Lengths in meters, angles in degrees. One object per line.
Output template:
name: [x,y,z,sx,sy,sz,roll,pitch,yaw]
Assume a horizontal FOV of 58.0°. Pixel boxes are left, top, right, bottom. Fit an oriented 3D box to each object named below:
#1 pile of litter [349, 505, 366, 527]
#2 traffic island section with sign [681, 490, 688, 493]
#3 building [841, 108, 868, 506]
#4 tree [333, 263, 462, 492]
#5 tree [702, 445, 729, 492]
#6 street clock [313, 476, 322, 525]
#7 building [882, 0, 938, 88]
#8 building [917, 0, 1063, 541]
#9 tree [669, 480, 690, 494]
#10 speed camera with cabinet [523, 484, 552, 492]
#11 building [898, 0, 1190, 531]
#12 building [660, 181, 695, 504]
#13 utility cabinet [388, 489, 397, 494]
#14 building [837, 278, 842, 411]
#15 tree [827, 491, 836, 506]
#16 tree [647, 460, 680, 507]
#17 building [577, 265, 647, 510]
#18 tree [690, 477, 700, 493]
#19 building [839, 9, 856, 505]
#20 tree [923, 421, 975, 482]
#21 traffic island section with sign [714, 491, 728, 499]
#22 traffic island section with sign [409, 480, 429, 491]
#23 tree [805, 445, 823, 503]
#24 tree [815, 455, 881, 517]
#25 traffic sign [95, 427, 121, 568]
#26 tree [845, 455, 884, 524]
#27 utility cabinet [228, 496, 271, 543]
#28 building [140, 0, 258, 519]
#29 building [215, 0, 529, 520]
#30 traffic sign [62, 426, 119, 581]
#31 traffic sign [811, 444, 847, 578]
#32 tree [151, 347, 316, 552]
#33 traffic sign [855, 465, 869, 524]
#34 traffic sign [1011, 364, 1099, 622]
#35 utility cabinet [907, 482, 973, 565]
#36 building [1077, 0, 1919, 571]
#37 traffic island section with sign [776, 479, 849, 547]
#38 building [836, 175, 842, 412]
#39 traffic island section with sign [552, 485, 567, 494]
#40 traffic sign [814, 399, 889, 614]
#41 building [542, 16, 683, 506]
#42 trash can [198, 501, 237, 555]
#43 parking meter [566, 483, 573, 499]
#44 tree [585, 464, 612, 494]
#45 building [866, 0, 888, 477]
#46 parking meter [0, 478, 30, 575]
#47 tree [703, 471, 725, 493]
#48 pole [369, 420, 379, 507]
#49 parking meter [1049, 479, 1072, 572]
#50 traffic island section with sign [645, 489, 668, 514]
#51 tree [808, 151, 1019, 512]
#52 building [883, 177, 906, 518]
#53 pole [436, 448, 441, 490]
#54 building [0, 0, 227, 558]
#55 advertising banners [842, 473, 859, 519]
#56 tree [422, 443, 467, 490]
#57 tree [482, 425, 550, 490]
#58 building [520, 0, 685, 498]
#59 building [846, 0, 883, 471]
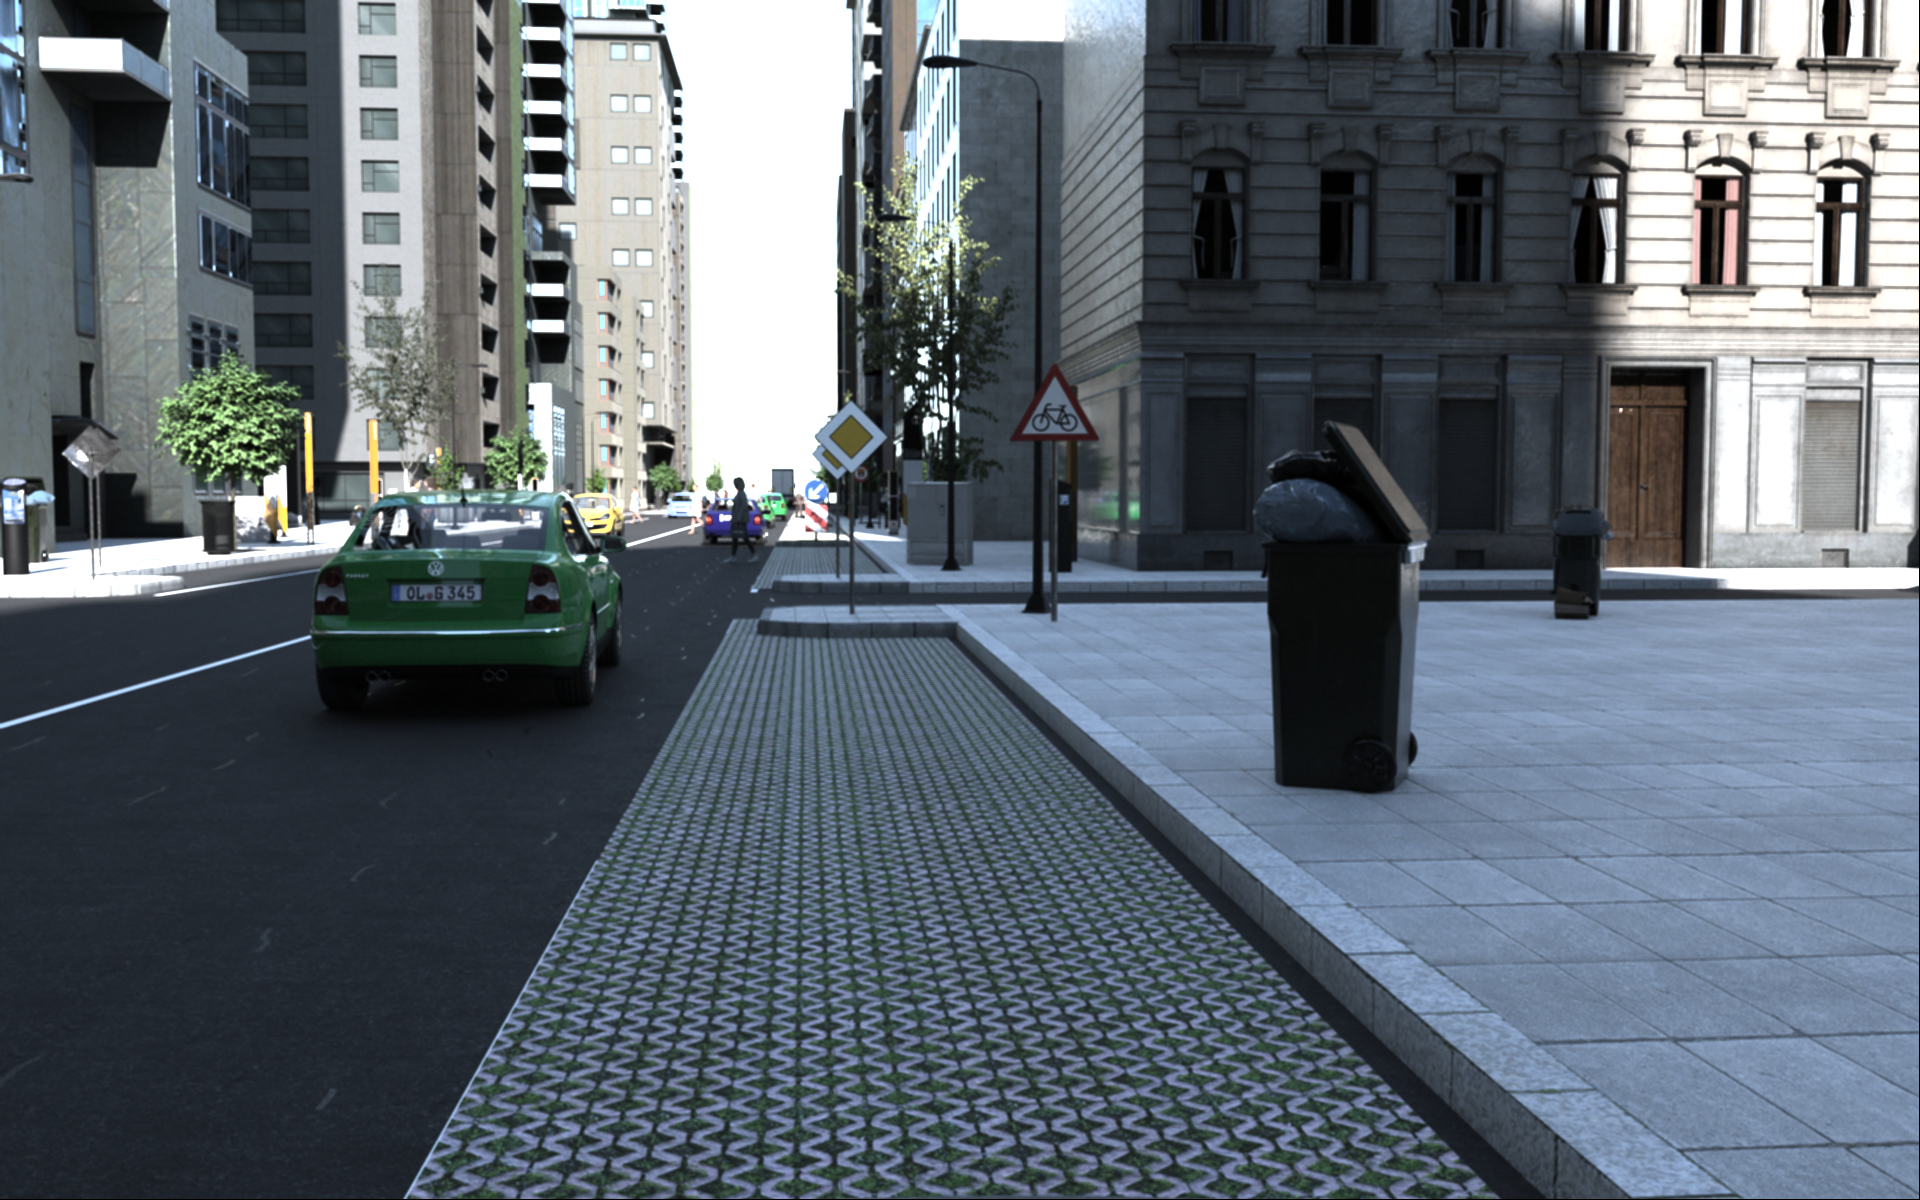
pile of litter: [-23.560,-3.350,68.746,1.176,0.858,1.719,2,4,26]
traffic island section with sign: [-24.129,-8.772,152.042,1.989,1.847,2.006,0,4,-5]
building: [-6.395,-33.485,197.589,14.600,45.320,14.200,0,4,-5]
tree: [-17.592,-6.395,54.914,4.360,8.622,3.978,0,3,0]
tree: [-35.377,-18.434,251.752,4.737,8.622,4.395,0,3,0]
street clock: [-26.329,-4.052,70.815,0.358,2.002,0.471,1,4,16]
building: [2.156,-28.271,112.344,14.600,45.320,14.200,0,4,-5]
building: [4.389,-12.283,55.572,10.420,20.320,16.860,0,4,-5]
tree: [-28.115,-10.833,171.724,1.663,3.219,1.824,0,3,0]
speed camera with cabinet: [-21.647,-5.824,89.563,0.660,3.252,2.038,3,4,36]
building: [2.762,-13.730,73.642,9.793,20.994,18.267,0,4,-5]
building: [-41.317,-32.784,219.612,14.154,41.232,14.086,0,4,-5]
utility cabinet: [-25.063,-4.144,76.435,0.318,1.500,1.173,-1,4,-22]
building: [-9.468,-28.194,232.674,14.160,30.474,14.107,0,4,-5]
tree: [-14.057,-11.959,190.122,1.663,3.219,1.824,0,3,0]
tree: [-28.756,-11.265,167.897,4.285,4.588,4.351,0,3,0]
building: [-41.554,-18.319,144.557,27.650,21.520,28.899,0,4,-5]
tree: [-29.776,-12.178,193.709,1.663,3.219,1.824,0,3,0]
building: [-5.043,-47.469,214.362,20.563,71.187,20.611,0,4,-5]
tree: [-0.298,-3.117,45.564,1.663,3.219,1.824,0,3,0]
traffic island section with sign: [-29.020,-12.118,206.757,1.989,1.847,2.006,0,4,-5]
traffic island section with sign: [-14.737,-2.357,47.168,1.989,1.847,2.006,0,4,-5]
tree: [-20.441,-18.578,254.105,4.360,8.622,3.978,0,3,0]
tree: [-6.128,-6.991,98.015,4.285,4.588,4.351,0,3,0]
traffic sign: [-14.953,-1.766,30.064,0.795,2.450,0.064,0,4,-1]
tree: [-3.971,-4.974,75.929,1.663,3.219,1.824,0,3,0]
utility cabinet: [-18.656,-2.101,45.519,0.306,1.237,1.020,3,4,37]
building: [-36.282,-48.952,113.031,22.319,86.520,31.000,0,4,-5]
building: [-31.114,-19.552,91.376,14.160,30.474,14.107,0,4,-5]
traffic sign: [-12.772,-1.335,25.471,0.795,2.450,0.064,0,4,-5]
traffic sign: [-1.869,-1.393,26.423,0.795,2.450,0.064,0,4,-5]
tree: [-16.230,-3.372,38.847,4.285,4.588,4.351,0,3,0]
traffic sign: [-4.249,-4.547,74.448,0.768,2.556,0.104,0,4,-2]
traffic sign: [0.948,-1.063,17.382,0.884,2.594,0.081,0,4,0]
utility cabinet: [-0.367,-1.384,31.308,1.173,1.500,0.318,1,4,19]
building: [11.405,-11.276,33.515,18.267,20.994,9.793,0,4,-5]
traffic island section with sign: [-4.048,-2.372,47.418,1.989,1.847,2.006,0,4,-5]
building: [-6.960,-38.320,250.238,21.300,48.544,21.600,0,4,-5]
traffic island section with sign: [-17.170,-4.017,74.305,1.989,1.847,2.006,0,4,-5]
traffic sign: [-1.158,-0.907,18.469,0.795,2.450,0.064,0,4,-5]
building: [-46.504,-37.155,196.727,28.713,52.752,27.495,0,4,-5]
trash can: [-15.603,-1.516,36.436,0.748,1.137,0.748,0,3,0]
parking meter: [-20.524,-5.222,91.090,0.255,1.863,0.399,1,4,15]
tree: [-23.129,-7.070,110.191,1.663,3.219,1.824,0,3,0]
building: [4.075,-29.326,134.111,22.147,44.769,28.867,0,4,-5]
parking meter: [-14.978,-1.164,27.443,0.372,1.533,0.369,0,3,0]
tree: [-34.110,-15.670,239.925,4.285,4.588,4.351,0,3,0]
pole: [-16.247,-3.315,48.037,0.158,3.312,0.155,0,3,0]
parking meter: [1.652,-1.226,28.457,0.372,1.533,0.369,0,3,0]
traffic island section with sign: [-21.722,-7.129,125.194,1.989,1.847,2.006,0,4,-5]
tree: [-0.635,-5.316,37.277,4.737,8.622,4.395,0,3,0]
building: [1.636,-13.932,92.415,10.561,19.102,19.286,0,4,-5]
pole: [-23.147,-5.086,77.001,0.158,3.312,0.155,0,3,0]
building: [-30.959,-44.393,38.501,22.319,86.520,31.000,0,4,-5]
advertising banners: [-5.722,-5.727,89.821,0.090,3.025,2.074,-2,4,-27]
tree: [-19.795,-4.398,66.503,1.663,3.219,1.824,0,3,0]
tree: [-21.105,-6.047,82.576,4.285,4.588,4.351,0,3,0]
building: [-48.236,-56.737,240.321,22.319,86.520,31.000,0,4,-5]
building: [4.095,-35.038,162.110,28.713,52.752,27.495,0,4,-5]
